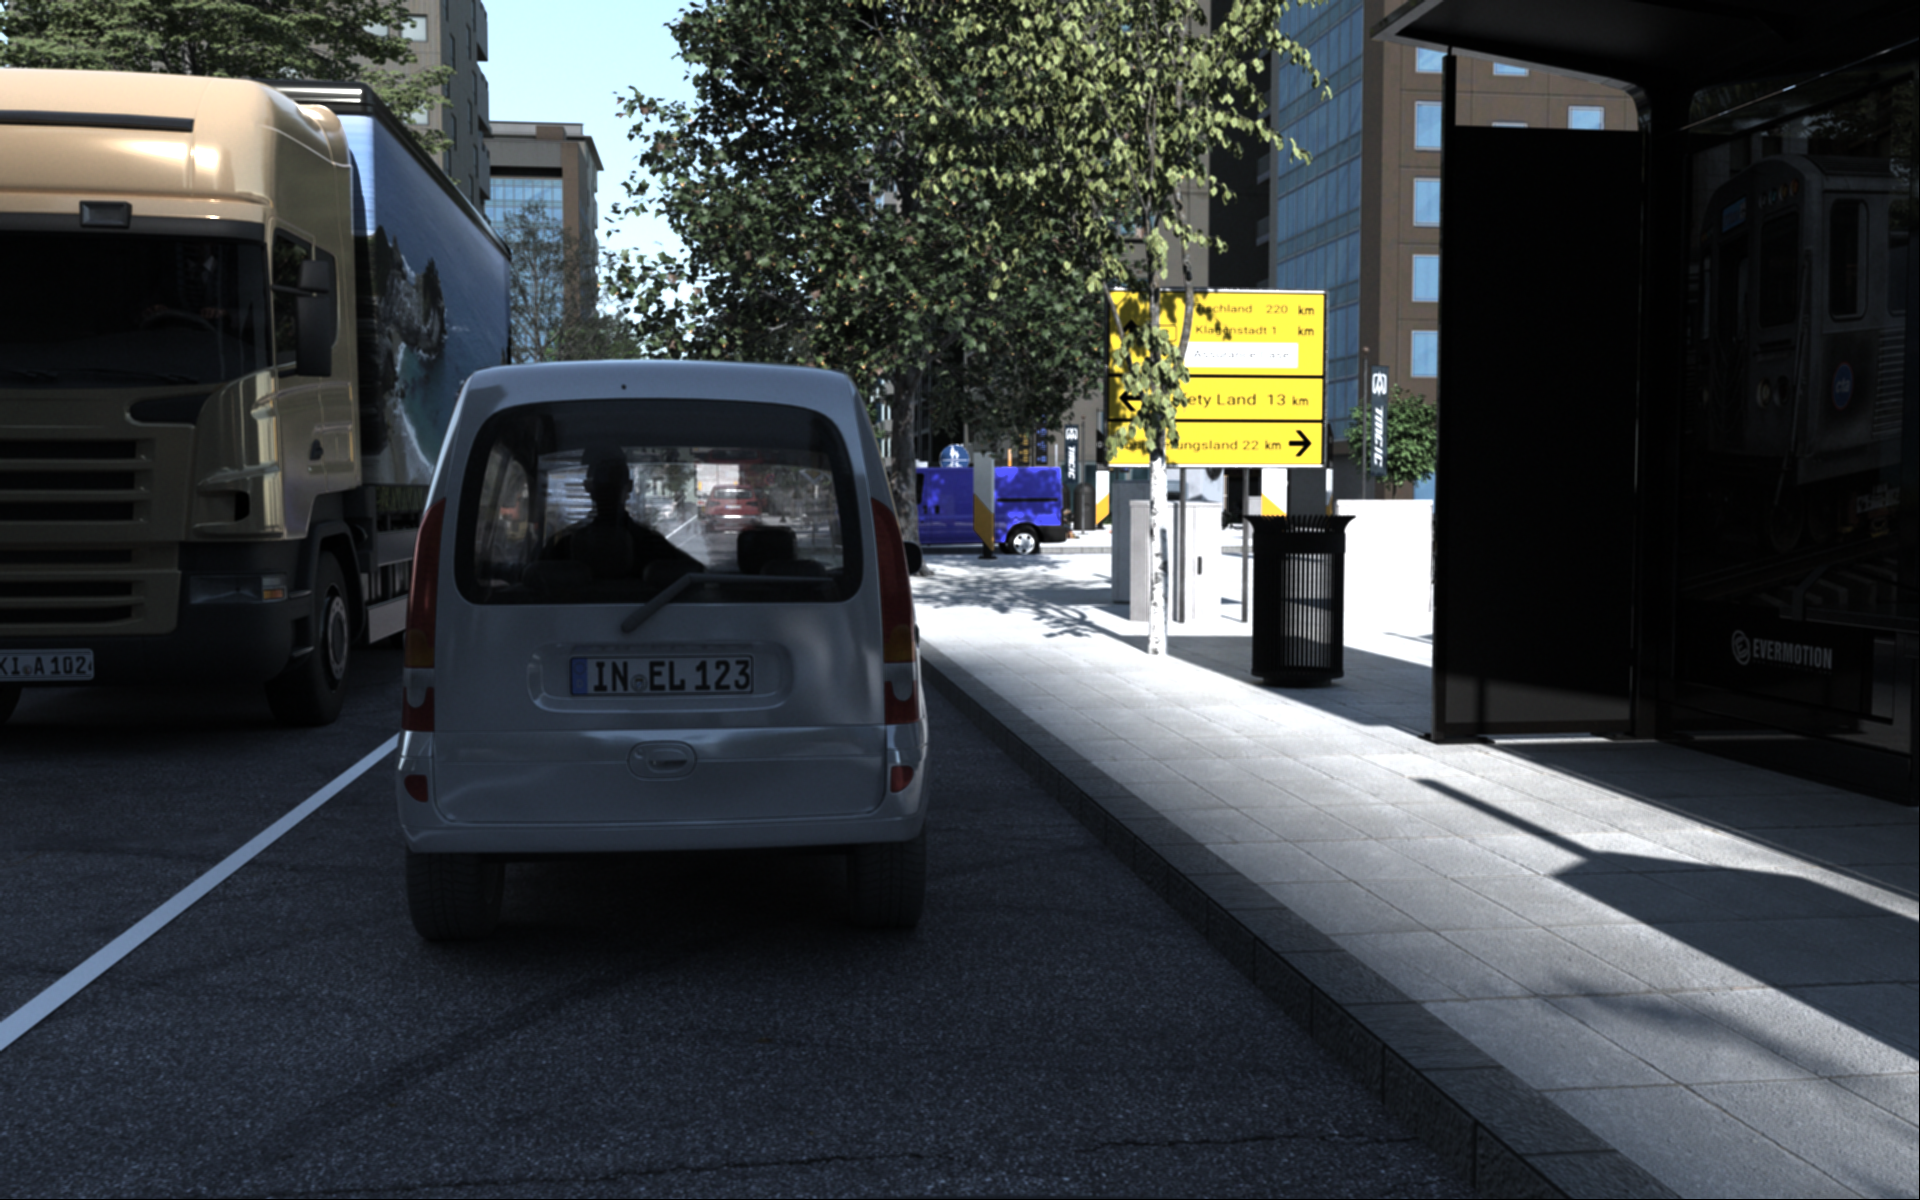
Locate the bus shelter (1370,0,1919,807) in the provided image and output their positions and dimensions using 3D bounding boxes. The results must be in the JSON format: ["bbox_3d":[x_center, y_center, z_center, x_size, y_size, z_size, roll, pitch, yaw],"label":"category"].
[{"bbox_3d":[3.340,-0.896,5.925,1.731,3.624,6.357,0,4,-8],"label":"bus shelter"}]

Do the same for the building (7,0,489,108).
[{"bbox_3d":[-49.207,-32.790,125.359,28.713,52.752,27.495,0,4,-8],"label":"building"}]

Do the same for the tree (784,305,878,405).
[{"bbox_3d":[-4.724,-6.540,57.288,4.360,8.622,3.978,0,3,0],"label":"tree"}]

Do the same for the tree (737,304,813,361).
[{"bbox_3d":[-11.546,-12.388,109.198,9.857,13.997,8.962,0,3,0],"label":"tree"}]

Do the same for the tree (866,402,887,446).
[{"bbox_3d":[-3.754,-4.129,51.222,4.285,4.588,4.351,0,3,0],"label":"tree"}]

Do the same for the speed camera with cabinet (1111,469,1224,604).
[{"bbox_3d":[2.537,-1.624,20.892,0.660,3.252,2.038,2,4,32],"label":"speed camera with cabinet"}]

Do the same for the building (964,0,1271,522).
[{"bbox_3d":[12.174,-28.463,89.070,21.300,48.544,21.600,0,4,-8],"label":"building"}]

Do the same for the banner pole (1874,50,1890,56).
[{"bbox_3d":[4.786,-1.161,8.997,0.401,3.779,0.863,3,4,39],"label":"banner pole"}]

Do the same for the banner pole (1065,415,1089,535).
[{"bbox_3d":[3.690,-3.970,54.934,0.863,3.779,0.401,-1,4,-16],"label":"banner pole"}]

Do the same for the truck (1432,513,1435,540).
[{"bbox_3d":[18.967,-3.178,41.718,18.799,4.110,2.967,0,4,-8],"label":"truck"}]

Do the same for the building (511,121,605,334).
[{"bbox_3d":[-66.046,-40.295,248.063,28.713,52.752,27.495,0,4,-8],"label":"building"}]

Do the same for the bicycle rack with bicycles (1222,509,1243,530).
[{"bbox_3d":[8.921,-3.007,62.545,2.925,0.926,2.852,1,4,18],"label":"bicycle rack with bicycles"}]

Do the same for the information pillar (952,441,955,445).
[{"bbox_3d":[-0.141,-5.162,75.758,0.504,3.616,0.183,0,4,-4],"label":"information pillar"}]

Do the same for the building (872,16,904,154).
[{"bbox_3d":[2.938,-33.606,169.059,23.786,49.044,30.456,0,4,-8],"label":"building"}]

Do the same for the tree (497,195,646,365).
[{"bbox_3d":[-17.439,-9.899,72.226,12.009,13.543,11.850,0,3,0],"label":"tree"}]

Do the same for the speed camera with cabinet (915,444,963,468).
[{"bbox_3d":[-0.828,-3.154,45.912,0.660,3.252,2.038,-3,5,-40],"label":"speed camera with cabinet"}]

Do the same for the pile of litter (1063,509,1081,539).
[{"bbox_3d":[2.852,-2.222,50.301,1.176,0.858,1.719,-1,4,-14],"label":"pile of litter"}]

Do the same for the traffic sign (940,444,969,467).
[{"bbox_3d":[-0.141,-2.713,44.464,0.768,2.556,0.104,0,3,0],"label":"traffic sign"}]

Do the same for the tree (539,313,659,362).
[{"bbox_3d":[-20.582,-10.509,97.582,9.928,11.665,9.643,0,3,0],"label":"tree"}]

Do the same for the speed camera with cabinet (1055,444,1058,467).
[{"bbox_3d":[3.445,-4.595,69.470,0.660,3.252,2.038,-1,4,-17],"label":"speed camera with cabinet"}]

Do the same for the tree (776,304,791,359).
[{"bbox_3d":[-17.948,-18.719,161.944,12.611,20.169,13.585,0,3,0],"label":"tree"}]

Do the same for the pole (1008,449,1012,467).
[{"bbox_3d":[2.264,-5.181,78.559,0.158,3.312,0.155,0,3,0],"label":"pole"}]

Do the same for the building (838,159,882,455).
[{"bbox_3d":[-8.824,-35.208,225.753,14.600,45.320,14.200,0,4,-8],"label":"building"}]

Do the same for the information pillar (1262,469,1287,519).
[{"bbox_3d":[6.114,-2.583,33.580,0.504,3.616,0.183,1,4,15],"label":"information pillar"}]

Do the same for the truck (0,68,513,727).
[{"bbox_3d":[-5.509,-1.530,13.934,2.839,4.237,11.283,0,4,-8],"label":"truck"}]

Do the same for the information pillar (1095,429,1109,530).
[{"bbox_3d":[5.117,-4.337,62.270,0.504,3.616,0.183,2,4,25],"label":"information pillar"}]

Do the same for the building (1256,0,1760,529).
[{"bbox_3d":[20.065,-25.337,64.378,14.200,45.320,14.600,0,4,-8],"label":"building"}]

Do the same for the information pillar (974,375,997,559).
[{"bbox_3d":[0.483,-2.620,34.187,0.504,3.616,0.183,3,5,41],"label":"information pillar"}]

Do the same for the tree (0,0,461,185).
[{"bbox_3d":[-10.933,-6.514,24.628,7.486,12.596,7.792,0,3,0],"label":"tree"}]

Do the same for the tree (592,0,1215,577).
[{"bbox_3d":[-0.859,-6.716,26.817,9.611,12.733,9.660,0,3,0],"label":"tree"}]

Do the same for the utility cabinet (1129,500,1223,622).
[{"bbox_3d":[2.213,-0.398,17.675,1.020,1.237,0.306,-2,4,-35],"label":"utility cabinet"}]

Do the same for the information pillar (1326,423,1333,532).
[{"bbox_3d":[12.161,-4.015,57.007,0.183,3.616,0.504,2,4,26],"label":"information pillar"}]

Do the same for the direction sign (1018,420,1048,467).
[{"bbox_3d":[1.974,-3.368,47.056,0.876,3.537,0.379,2,4,28],"label":"direction sign"}]

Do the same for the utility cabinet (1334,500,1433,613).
[{"bbox_3d":[4.600,-0.471,18.868,1.020,1.237,0.306,0,4,7],"label":"utility cabinet"}]

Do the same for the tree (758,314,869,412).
[{"bbox_3d":[-7.959,-9.235,85.407,7.601,10.594,8.767,-1,4,-18],"label":"tree"}]

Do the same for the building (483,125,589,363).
[{"bbox_3d":[-53.386,-34.498,214.157,14.600,45.320,14.200,0,4,-8],"label":"building"}]

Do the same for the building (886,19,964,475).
[{"bbox_3d":[4.895,-43.067,142.405,20.563,71.187,20.611,0,4,-8],"label":"building"}]

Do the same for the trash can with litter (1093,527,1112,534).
[{"bbox_3d":[5.541,-2.737,55.805,2.233,1.210,1.678,2,4,35],"label":"trash can with litter"}]

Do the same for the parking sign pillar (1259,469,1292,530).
[{"bbox_3d":[11.341,-4.514,62.271,1.447,3.967,1.447,-3,5,-42],"label":"parking sign pillar"}]

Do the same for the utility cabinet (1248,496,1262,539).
[{"bbox_3d":[8.637,-2.328,49.232,0.306,1.237,1.020,-2,4,-34],"label":"utility cabinet"}]

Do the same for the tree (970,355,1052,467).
[{"bbox_3d":[2.400,-7.047,65.578,4.360,8.622,3.978,0,3,0],"label":"tree"}]

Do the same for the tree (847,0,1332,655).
[{"bbox_3d":[1.352,-3.866,13.564,4.737,8.622,4.395,0,3,0],"label":"tree"}]

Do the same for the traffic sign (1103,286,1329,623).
[{"bbox_3d":[2.529,-1.425,17.170,2.265,3.308,0.079,0,4,-7],"label":"traffic sign"}]

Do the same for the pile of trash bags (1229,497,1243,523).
[{"bbox_3d":[11.291,-4.150,77.606,3.447,1.369,1.912,1,4,22],"label":"pile of trash bags"}]

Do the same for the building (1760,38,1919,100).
[{"bbox_3d":[42.126,-25.496,66.964,14.200,45.320,14.600,0,4,-8],"label":"building"}]

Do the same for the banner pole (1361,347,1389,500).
[{"bbox_3d":[7.073,-2.426,29.684,0.863,3.779,0.401,-3,4,-38],"label":"banner pole"}]

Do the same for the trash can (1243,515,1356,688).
[{"bbox_3d":[2.274,0.000,11.649,0.748,1.137,0.748,0,3,0],"label":"trash can"}]

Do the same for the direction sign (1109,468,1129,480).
[{"bbox_3d":[5.703,-4.335,62.882,0.876,3.537,0.379,1,4,9],"label":"direction sign"}]

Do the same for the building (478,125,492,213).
[{"bbox_3d":[-54.774,-28.078,150.952,32.217,40.220,23.993,0,4,-8],"label":"building"}]

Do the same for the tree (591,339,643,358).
[{"bbox_3d":[-25.550,-13.850,133.101,9.857,13.997,8.962,0,3,0],"label":"tree"}]

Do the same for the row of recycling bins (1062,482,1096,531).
[{"bbox_3d":[3.171,-3.333,61.601,3.534,1.692,1.069,2,4,26],"label":"row of recycling bins"}]

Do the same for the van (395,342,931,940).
[{"bbox_3d":[-1.098,0.001,7.003,2.013,2.044,4.112,0,4,-7],"label":"van"}]

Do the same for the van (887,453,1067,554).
[{"bbox_3d":[-0.302,-2.111,38.891,5.245,2.365,2.240,0,4,-6],"label":"van"}]

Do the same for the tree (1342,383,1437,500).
[{"bbox_3d":[12.962,-4.134,51.310,4.285,4.588,4.351,0,3,0],"label":"tree"}]

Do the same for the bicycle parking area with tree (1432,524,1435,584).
[{"bbox_3d":[10.132,-2.221,23.322,8.231,4.147,9.016,0,4,7],"label":"bicycle parking area with tree"}]

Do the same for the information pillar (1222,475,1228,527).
[{"bbox_3d":[10.348,-3.895,68.182,0.304,2.012,0.304,2,4,27],"label":"information pillar"}]
